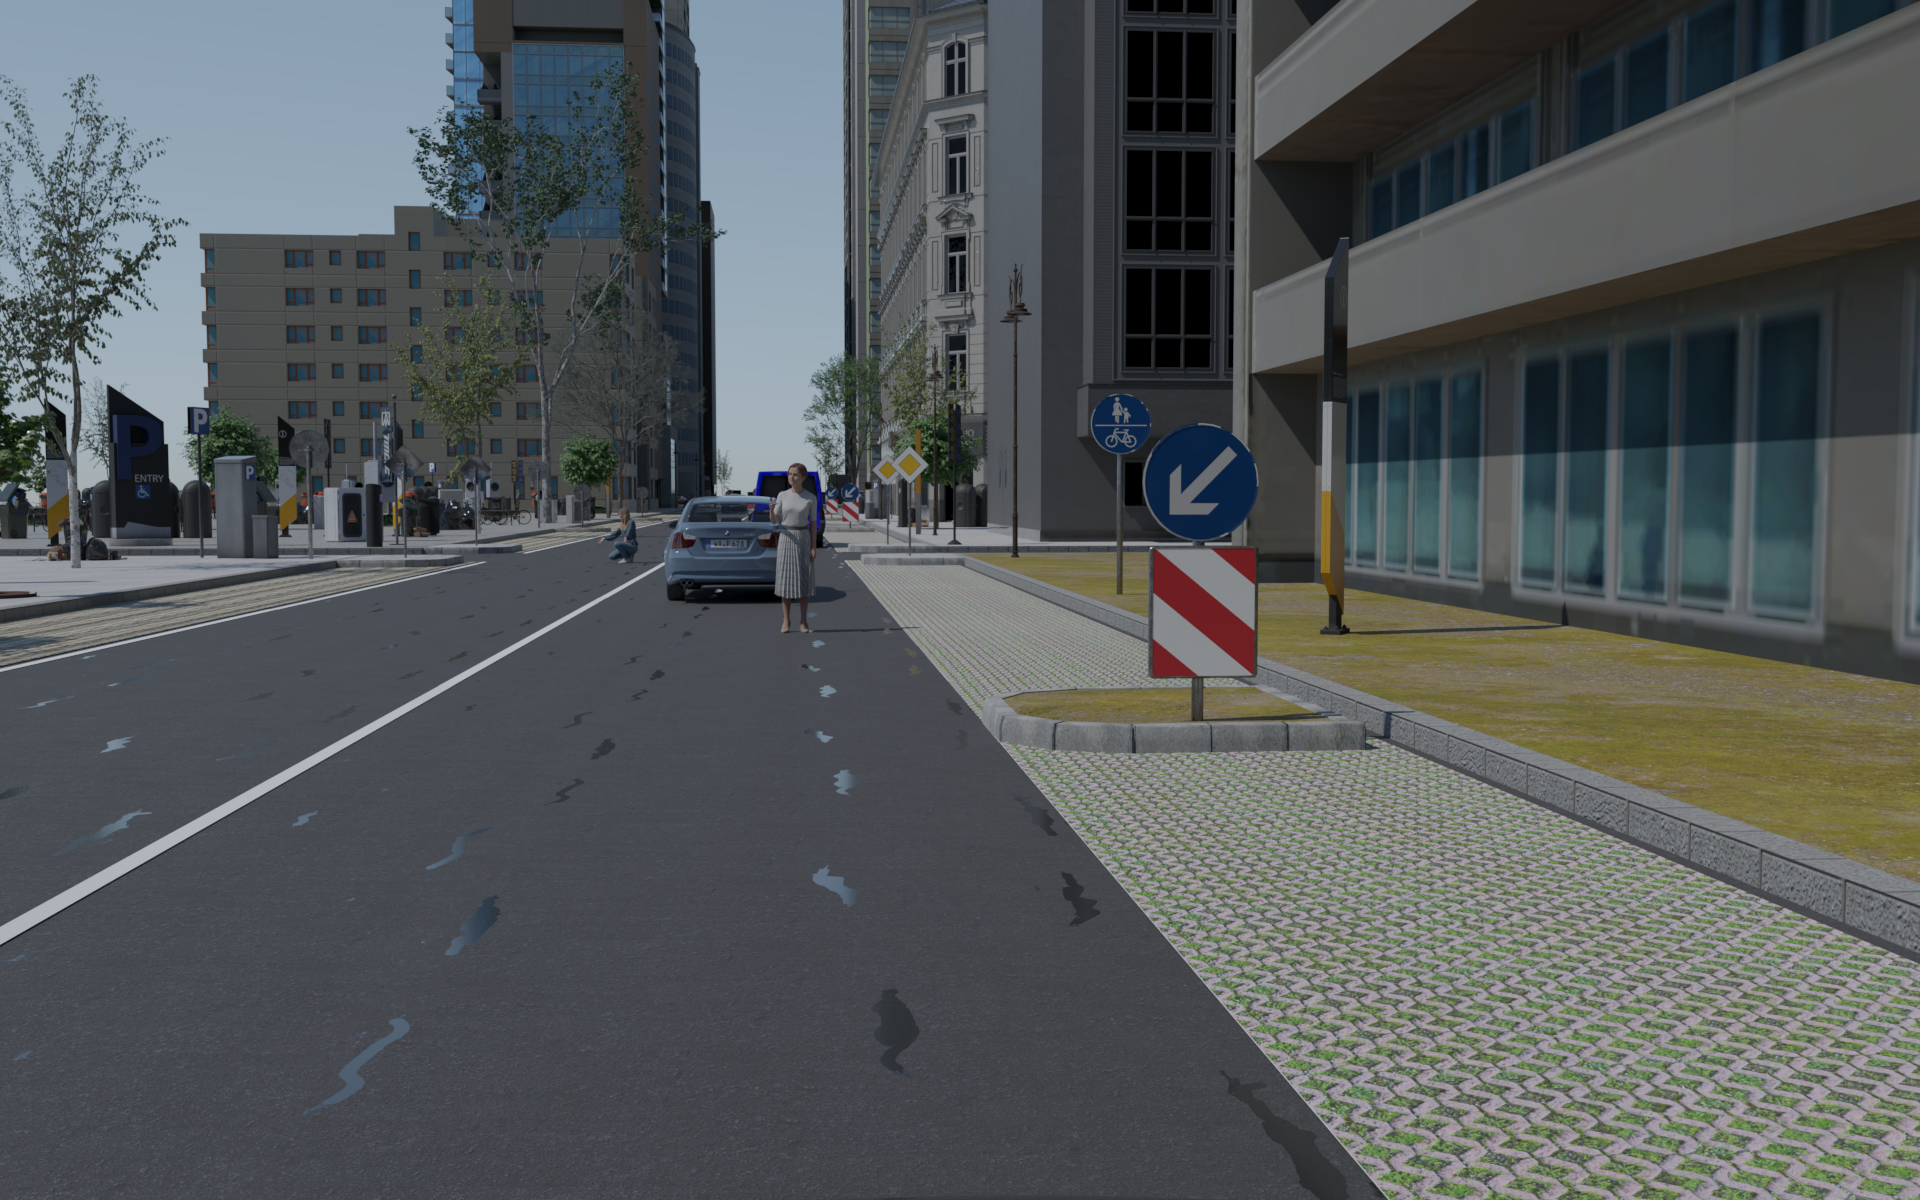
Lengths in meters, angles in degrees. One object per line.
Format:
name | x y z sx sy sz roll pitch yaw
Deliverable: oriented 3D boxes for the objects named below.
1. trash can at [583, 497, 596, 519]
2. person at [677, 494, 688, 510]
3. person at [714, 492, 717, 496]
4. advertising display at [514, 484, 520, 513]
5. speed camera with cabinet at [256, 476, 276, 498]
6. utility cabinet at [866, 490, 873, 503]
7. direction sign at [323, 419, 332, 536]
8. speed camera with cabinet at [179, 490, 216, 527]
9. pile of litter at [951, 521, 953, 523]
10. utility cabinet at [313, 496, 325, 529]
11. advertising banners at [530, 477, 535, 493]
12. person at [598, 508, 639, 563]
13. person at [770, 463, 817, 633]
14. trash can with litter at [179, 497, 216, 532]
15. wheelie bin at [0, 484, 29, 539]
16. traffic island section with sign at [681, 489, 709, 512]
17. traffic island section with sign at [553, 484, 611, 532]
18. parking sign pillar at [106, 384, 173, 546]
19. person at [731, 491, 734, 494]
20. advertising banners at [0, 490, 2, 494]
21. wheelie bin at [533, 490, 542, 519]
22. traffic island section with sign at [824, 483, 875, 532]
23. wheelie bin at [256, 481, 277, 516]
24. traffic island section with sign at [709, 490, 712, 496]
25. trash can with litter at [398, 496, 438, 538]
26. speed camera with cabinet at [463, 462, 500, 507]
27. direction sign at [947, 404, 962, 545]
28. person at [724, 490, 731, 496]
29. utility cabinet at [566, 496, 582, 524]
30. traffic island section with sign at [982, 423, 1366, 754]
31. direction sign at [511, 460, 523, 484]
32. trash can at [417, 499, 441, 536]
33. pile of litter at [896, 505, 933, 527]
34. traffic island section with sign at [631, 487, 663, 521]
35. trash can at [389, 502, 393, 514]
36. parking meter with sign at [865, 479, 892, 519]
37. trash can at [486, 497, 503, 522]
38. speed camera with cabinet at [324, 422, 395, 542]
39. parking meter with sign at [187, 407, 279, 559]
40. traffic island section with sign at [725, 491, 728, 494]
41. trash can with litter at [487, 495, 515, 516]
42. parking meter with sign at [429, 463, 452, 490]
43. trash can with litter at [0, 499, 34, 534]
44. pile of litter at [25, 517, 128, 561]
trash can | -19.245 -4.787 89.924 0.748 1.137 0.748 0 3 0
person | -19.500 -6.727 121.675 0.628 1.438 0.799 2 4 23
person | -26.098 -10.735 184.931 0.530 1.710 0.541 1 4 18
advertising display | -28.255 -6.434 110.410 0.123 1.923 0.974 0 4 0
speed camera with cabinet | -32.909 -5.308 81.129 0.660 3.252 2.038 1 4 13
utility cabinet | -4.523 -5.093 91.942 0.318 1.500 1.173 2 4 35
direction sign | -19.106 -3.694 52.397 0.379 3.537 0.876 -1 4 -9
speed camera with cabinet | -29.834 -4.533 68.445 2.038 3.252 0.660 -1 4 -22
pile of litter | 0.194 -3.629 73.292 1.176 0.858 1.719 1 4 11
utility cabinet | -23.342 -3.193 63.372 0.306 1.237 1.020 0 4 -3
advertising banners | -28.169 -7.333 116.076 0.090 3.025 2.074 2 4 27
person | -7.000 -1.340 35.910 0.738 1.151 1.012 -2 4 -30
person | -1.717 -0.536 17.839 0.480 1.755 0.524 0 4 -2
trash can with litter | -26.149 -2.886 58.245 2.233 1.210 1.678 1 4 17
wheelie bin | -27.209 -2.561 49.787 0.980 1.594 0.693 2 4 35
traffic island section with sign | -21.849 -8.165 142.120 1.989 1.847 2.006 0 4 -6
traffic island section with sign | -14.248 -3.475 65.450 1.989 1.847 2.006 0 4 -6
parking sign pillar | -20.370 -3.333 42.974 1.447 3.967 1.447 -3 5 -44
person | -26.675 -11.890 202.843 1.348 1.831 0.705 1 4 21
advertising banners | -41.933 -4.860 75.648 0.090 3.025 2.074 -2 4 -25
wheelie bin | -21.975 -5.059 90.629 0.693 1.594 0.980 -1 4 -14
traffic island section with sign | -4.267 -3.467 65.319 1.989 1.847 2.006 0 4 -6
wheelie bin | -17.496 -2.158 43.190 0.693 1.594 0.980 0 4 2
traffic island section with sign | -24.496 -9.805 168.945 1.989 1.847 2.006 0 4 -6
trash can with litter | -16.185 -2.453 51.488 1.055 1.170 0.624 2 4 29
speed camera with cabinet | -29.556 -6.904 107.212 2.038 3.252 0.660 -3 4 -38
direction sign | -0.137 -3.167 43.776 0.379 3.537 0.876 1 4 20
person | -16.586 -7.008 124.015 0.756 1.711 0.436 -2 4 -32
utility cabinet | -16.879 -3.950 75.743 0.306 1.237 1.020 1 4 11
traffic island section with sign | 1.172 -0.112 10.462 1.989 1.847 2.006 0 4 -6
direction sign | -29.610 -7.576 115.857 0.876 3.537 0.379 1 4 20
trash can | -16.392 -2.559 53.489 0.748 1.137 0.748 0 3 0
pile of litter | -1.720 -3.280 67.588 1.719 0.858 1.176 -1 4 -16
traffic island section with sign | -16.932 -5.132 92.533 1.989 1.847 2.006 0 4 -6
trash can | -29.030 -4.730 88.984 0.748 1.137 0.748 0 3 0
parking meter with sign | -4.118 -5.676 89.057 0.543 3.016 1.738 3 5 45
trash can | -21.612 -4.207 80.433 0.748 1.137 0.748 0 3 0
speed camera with cabinet | -16.193 -3.210 46.821 0.660 3.252 2.038 2 4 30
parking meter with sign | -14.454 -2.342 34.549 1.738 3.016 0.543 1 4 15
traffic island section with sign | -32.687 -14.852 251.459 1.989 1.847 2.006 0 4 -6
trash can with litter | -25.360 -5.158 95.390 2.233 1.210 1.678 0 4 -1
parking meter with sign | -28.649 -6.127 96.442 0.543 3.016 1.738 3 4 38
trash can with litter | -29.891 -2.653 54.766 0.624 1.170 1.055 1 4 12
pile of litter | -17.147 -1.201 33.596 1.719 0.858 1.176 0 4 -2
